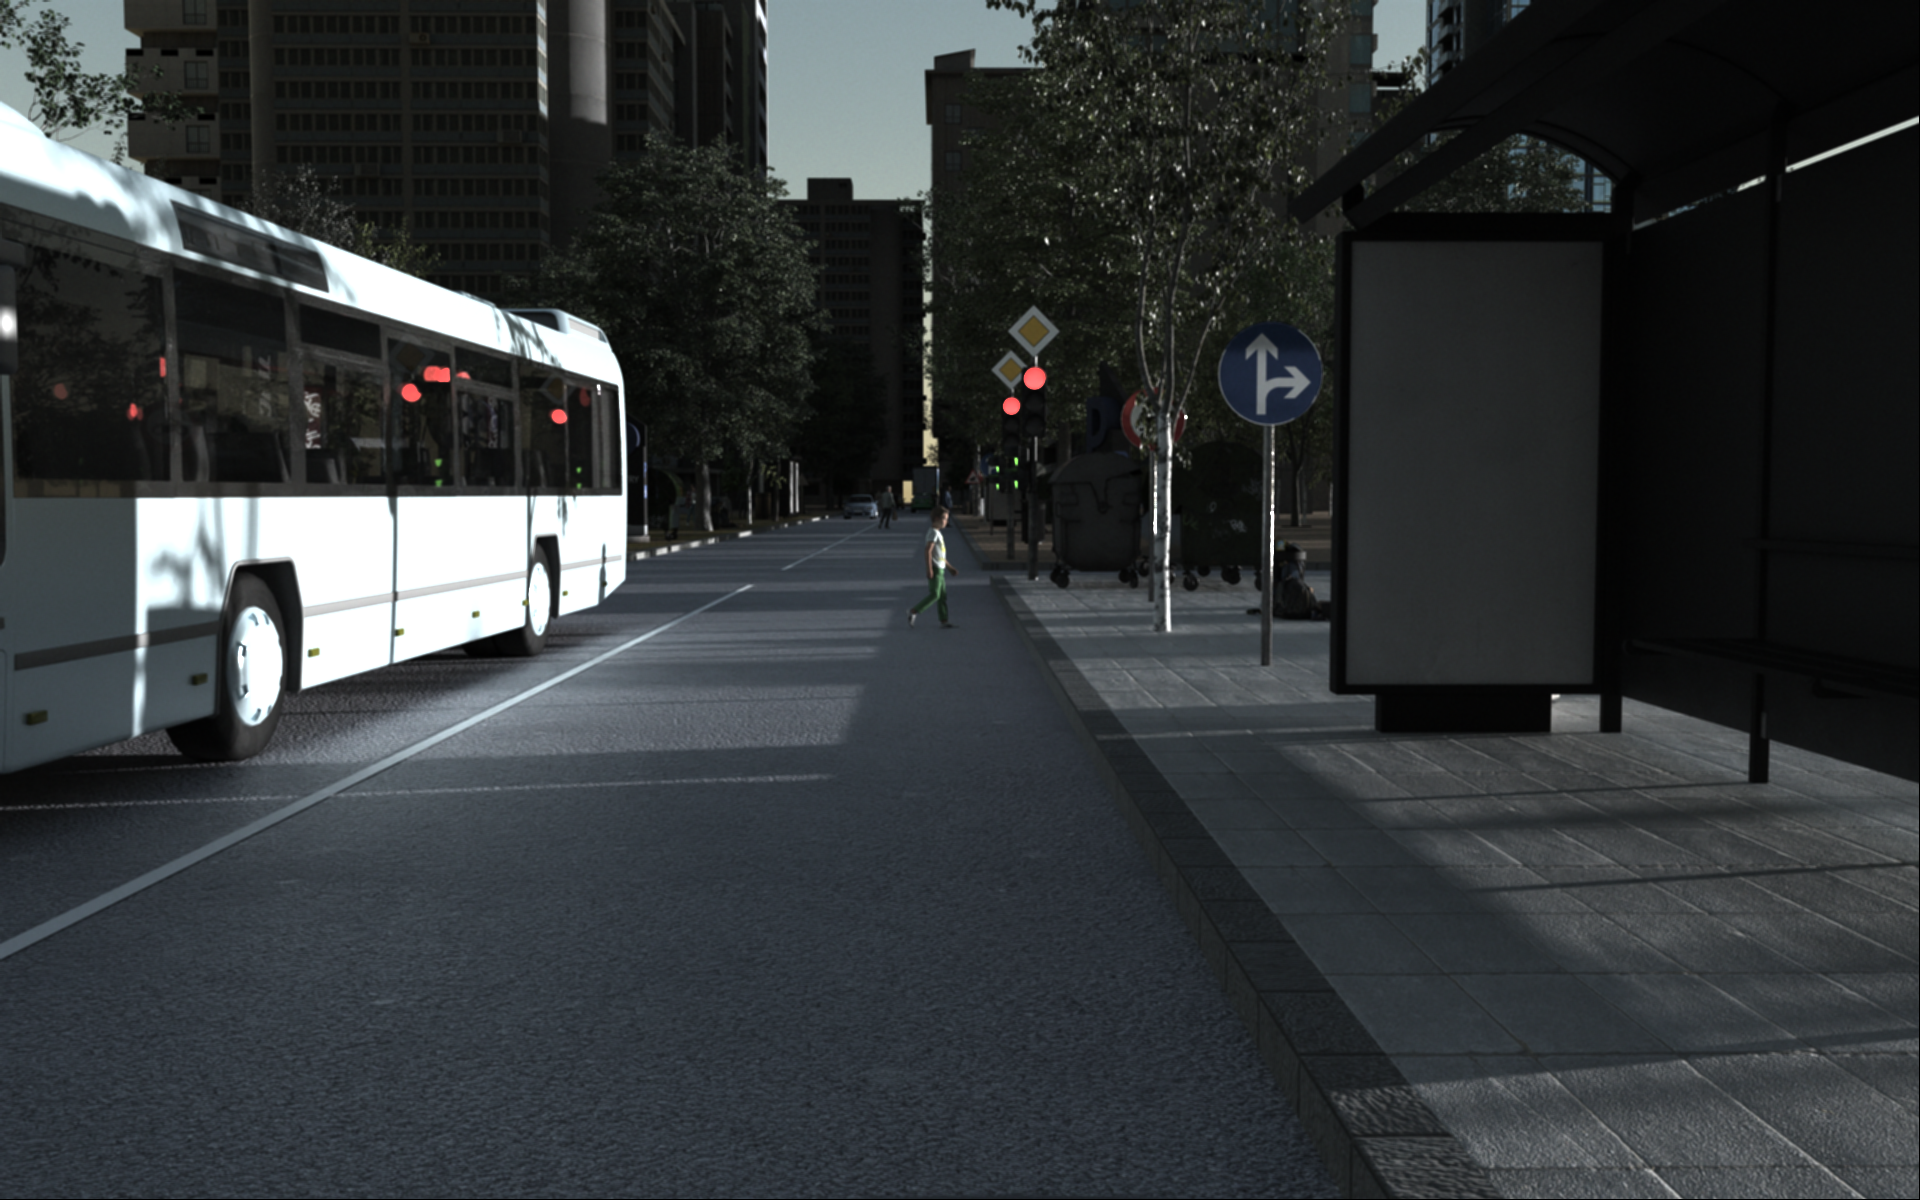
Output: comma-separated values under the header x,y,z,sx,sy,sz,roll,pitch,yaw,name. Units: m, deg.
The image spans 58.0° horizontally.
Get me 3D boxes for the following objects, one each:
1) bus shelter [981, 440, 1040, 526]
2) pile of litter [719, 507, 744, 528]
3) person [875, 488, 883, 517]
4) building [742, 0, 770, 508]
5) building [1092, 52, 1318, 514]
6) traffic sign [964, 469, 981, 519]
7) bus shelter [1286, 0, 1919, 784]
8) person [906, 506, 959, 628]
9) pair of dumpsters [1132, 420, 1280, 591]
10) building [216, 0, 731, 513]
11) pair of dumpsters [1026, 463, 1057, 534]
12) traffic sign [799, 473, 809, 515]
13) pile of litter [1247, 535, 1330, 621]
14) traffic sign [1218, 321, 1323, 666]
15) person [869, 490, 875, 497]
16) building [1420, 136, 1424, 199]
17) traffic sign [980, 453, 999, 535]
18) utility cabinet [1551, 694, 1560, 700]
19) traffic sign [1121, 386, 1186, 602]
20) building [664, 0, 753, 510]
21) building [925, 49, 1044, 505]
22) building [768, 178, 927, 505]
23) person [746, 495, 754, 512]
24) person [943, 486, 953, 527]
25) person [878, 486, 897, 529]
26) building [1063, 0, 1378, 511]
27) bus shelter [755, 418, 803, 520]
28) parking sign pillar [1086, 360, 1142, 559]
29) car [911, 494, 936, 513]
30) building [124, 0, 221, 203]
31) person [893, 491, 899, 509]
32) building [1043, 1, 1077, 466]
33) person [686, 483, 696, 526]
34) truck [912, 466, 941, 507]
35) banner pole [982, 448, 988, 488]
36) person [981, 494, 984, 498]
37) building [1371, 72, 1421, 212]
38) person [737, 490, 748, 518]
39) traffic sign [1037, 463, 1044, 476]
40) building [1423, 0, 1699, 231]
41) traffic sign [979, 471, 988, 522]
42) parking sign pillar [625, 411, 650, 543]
x,y,z,sx,sy,sz,roll,pitch,yaw,name
1.876,-4.417,66.145,2.014,3.302,5.546,0,4,-1,bus shelter
-8.844,-3.191,66.131,1.176,0.858,1.719,-1,4,-12,pile of litter
-5.064,-6.137,109.182,0.599,1.781,0.374,-1,4,-12,person
-32.726,-38.111,165.110,28.212,58.520,21.231,0,4,-1,building
15.790,-21.134,117.239,14.160,30.474,14.107,0,4,-1,building
0.669,-5.384,88.026,0.884,2.594,0.081,0,4,3,traffic sign
2.827,-0.786,6.779,2.014,3.302,5.546,0,4,-1,bus shelter
-0.297,-0.350,18.478,0.590,1.304,0.306,-1,4,-13,person
3.423,-1.364,24.789,1.574,2.255,4.437,0,4,-1,pair of dumpsters
-32.961,-26.190,120.093,32.217,40.220,23.993,0,4,-1,building
3.047,-3.313,56.665,1.574,2.255,4.437,0,4,-1,pair of dumpsters
-9.663,-6.466,105.729,0.884,2.594,0.081,0,4,5,traffic sign
3.638,-0.261,18.231,1.176,0.858,1.719,0,4,3,pile of litter
2.293,-0.782,12.888,0.768,2.556,0.104,0,4,3,traffic sign
-7.205,-7.969,139.311,1.217,1.766,0.721,2,4,34,person
52.660,-36.239,212.119,30.456,49.044,23.786,0,4,-1,building
0.994,-3.297,54.013,0.768,2.556,0.104,0,4,3,traffic sign
3.251,-0.100,10.313,0.318,1.500,1.173,3,4,36,utility cabinet
2.290,-1.252,20.574,0.768,2.556,0.104,0,4,4,traffic sign
-24.568,-27.864,139.174,14.154,41.232,14.086,0,4,-1,building
9.542,-38.244,214.523,27.495,52.752,28.713,0,4,-1,building
-16.214,-32.036,215.665,23.993,40.220,32.217,0,4,-1,building
-15.076,-7.143,122.468,1.348,1.869,0.705,3,5,41,person
-0.524,-4.076,75.331,0.419,1.800,0.721,0,4,7,person
-2.948,-3.820,71.442,0.782,1.767,0.515,2,4,35,person
19.985,-31.796,139.478,23.786,49.044,30.456,0,4,-1,building
-9.713,-6.944,91.163,2.179,5.291,8.768,0,4,-1,bus shelter
2.942,-2.806,34.345,1.447,3.967,1.447,-1,4,-17,parking sign pillar
-2.831,-7.617,133.340,1.959,1.807,4.718,0,4,1,car
-60.592,-35.023,161.864,27.495,52.752,28.713,0,4,-1,building
-6.064,-9.314,161.587,0.742,1.727,0.445,-3,4,-38,person
19.255,-33.145,165.621,21.300,48.544,21.600,0,4,-1,building
-10.765,-3.845,69.741,0.563,1.720,0.643,-1,4,-20,person
-3.461,-11.558,177.891,2.839,4.237,11.283,0,4,1,truck
1.341,-6.195,91.312,0.401,3.779,0.863,2,4,24,banner pole
2.058,-7.988,136.734,0.705,1.812,1.348,2,4,33,person
36.458,-29.798,170.796,14.086,41.232,14.154,0,4,-1,building
-11.484,-5.228,91.700,0.661,1.801,0.590,-1,4,-11,person
3.106,-4.281,70.100,0.768,2.556,0.104,0,4,1,traffic sign
59.480,-52.155,165.397,31.000,86.520,22.319,0,4,-1,building
1.241,-4.803,78.632,0.768,2.556,0.104,0,4,5,traffic sign
-8.954,-3.503,45.754,1.447,3.967,1.447,0,4,1,parking sign pillar
